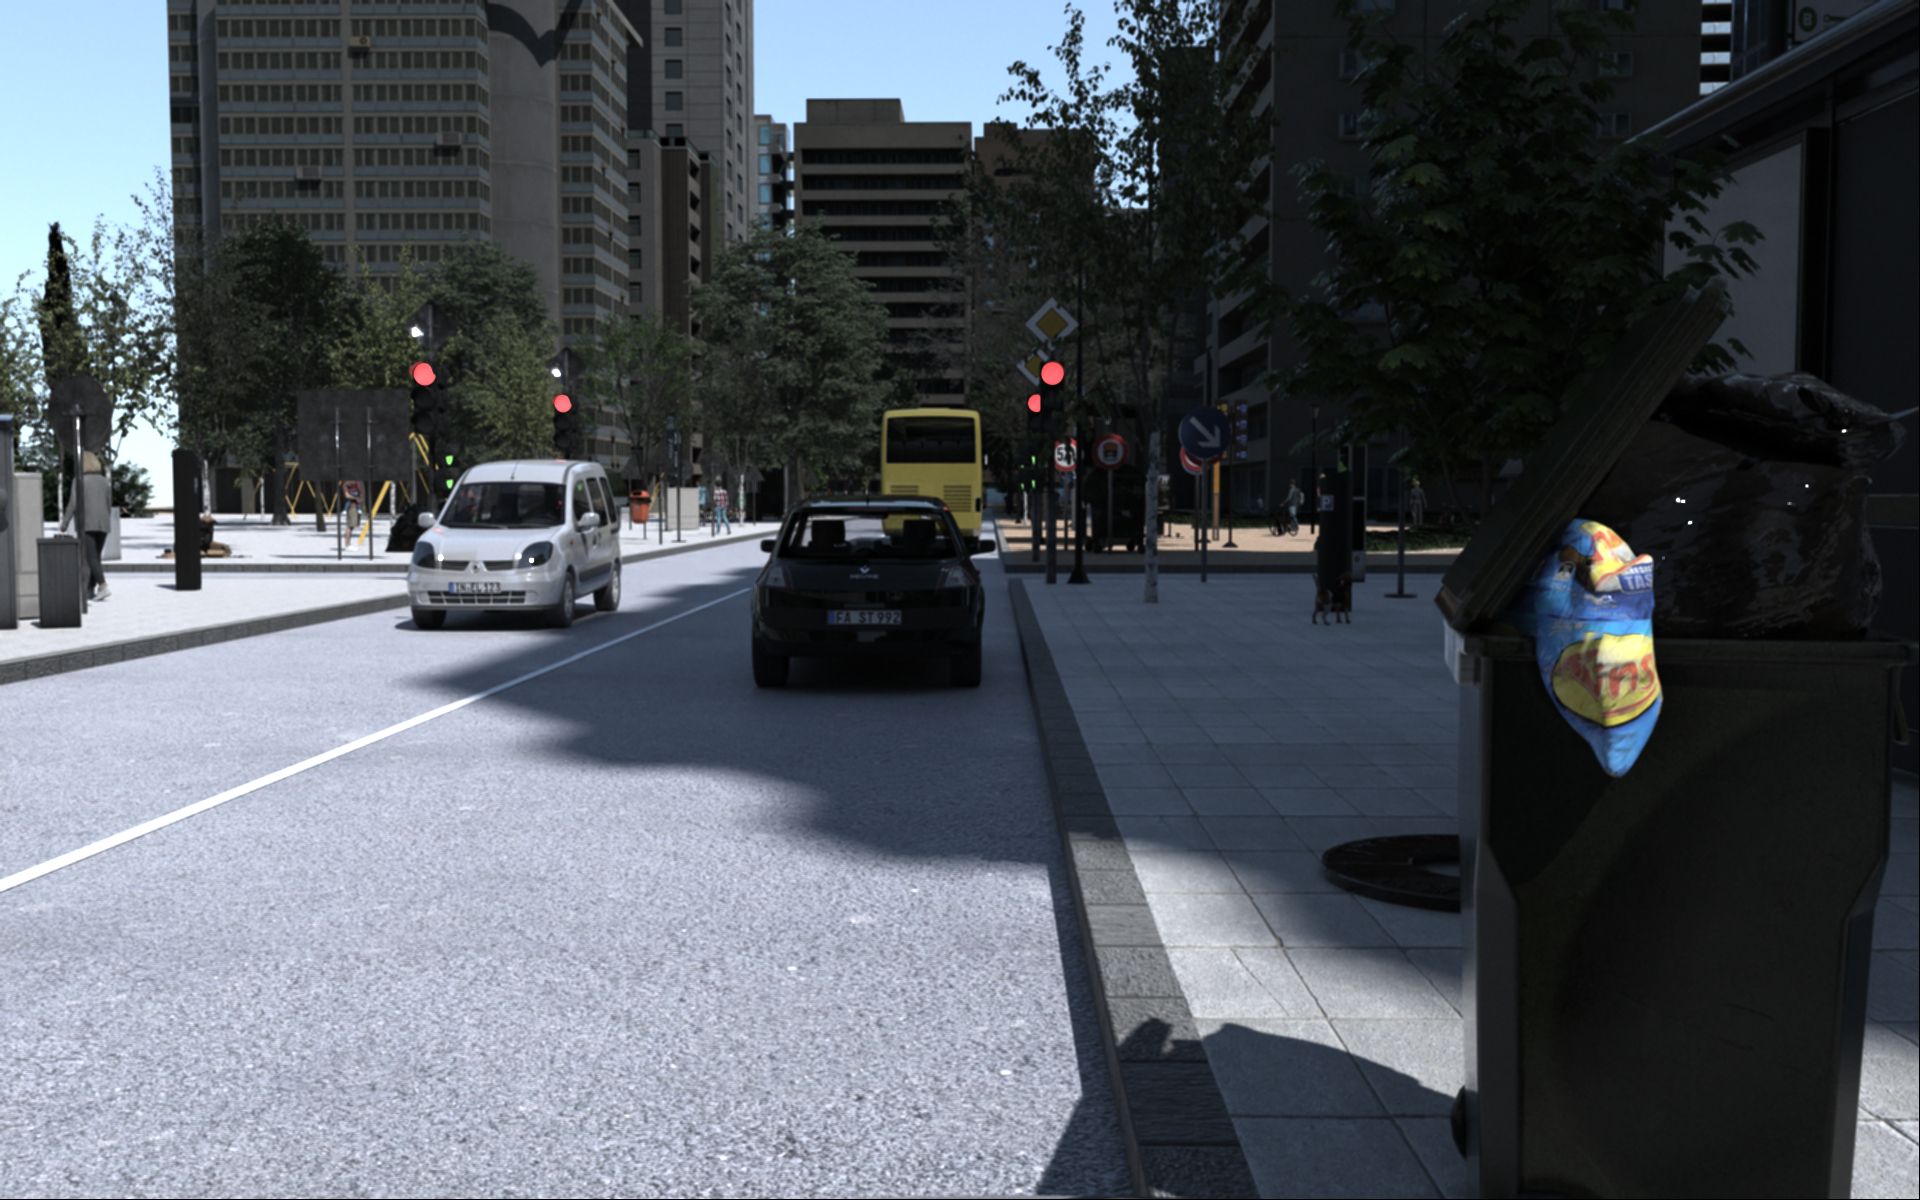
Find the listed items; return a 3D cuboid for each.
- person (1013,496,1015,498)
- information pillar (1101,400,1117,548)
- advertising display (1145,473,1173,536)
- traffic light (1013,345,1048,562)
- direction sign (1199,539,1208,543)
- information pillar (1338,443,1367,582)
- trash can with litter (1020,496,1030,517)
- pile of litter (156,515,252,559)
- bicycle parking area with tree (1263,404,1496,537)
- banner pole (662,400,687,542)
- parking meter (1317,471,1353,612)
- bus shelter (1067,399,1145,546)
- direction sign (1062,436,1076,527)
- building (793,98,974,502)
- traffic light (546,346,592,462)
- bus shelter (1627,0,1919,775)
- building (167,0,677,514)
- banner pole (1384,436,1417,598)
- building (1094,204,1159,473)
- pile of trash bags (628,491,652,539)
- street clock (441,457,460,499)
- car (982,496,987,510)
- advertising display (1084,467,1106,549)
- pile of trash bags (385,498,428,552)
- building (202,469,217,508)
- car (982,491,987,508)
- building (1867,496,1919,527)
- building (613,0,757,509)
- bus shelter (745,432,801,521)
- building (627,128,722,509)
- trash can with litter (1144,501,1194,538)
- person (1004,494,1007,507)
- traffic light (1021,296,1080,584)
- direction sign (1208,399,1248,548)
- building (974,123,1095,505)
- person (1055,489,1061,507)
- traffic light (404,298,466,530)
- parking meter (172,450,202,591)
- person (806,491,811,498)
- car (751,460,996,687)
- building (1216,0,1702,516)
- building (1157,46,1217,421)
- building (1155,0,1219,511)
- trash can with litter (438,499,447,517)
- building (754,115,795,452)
[{"bbox_3d":[5.204,-10.256,176.948,0.991,1.433,0.599,-2,4,-24],"label":"person"},{"bbox_3d":[3.563,-3.072,41.588,0.504,3.616,0.183,-3,5,-40],"label":"information pillar"},{"bbox_3d":[6.148,-2.963,53.661,0.974,1.923,0.123,3,5,41],"label":"advertising display"},{"bbox_3d":[1.422,-2.680,32.736,0.839,4.253,0.868,0,4,1],"label":"traffic light"},{"bbox_3d":[6.438,-3.276,45.558,0.379,3.537,0.876,1,4,21],"label":"direction sign"},{"bbox_3d":[5.707,-1.268,25.228,0.304,2.012,0.304,-2,4,-23],"label":"information pillar"},{"bbox_3d":[3.657,-5.137,95.379,0.624,1.170,1.055,-3,4,-36],"label":"trash can with litter"},{"bbox_3d":[-15.262,-1.284,34.951,1.719,0.858,1.176,0,4,-3],"label":"pile of litter"},{"bbox_3d":[13.713,-4.129,54.518,8.231,4.147,9.016,2,4,30],"label":"bicycle parking area with tree"},{"bbox_3d":[-7.676,-3.454,46.493,0.401,3.779,0.863,-3,4,-38],"label":"banner pole"},{"bbox_3d":[4.104,-0.645,18.955,0.372,1.533,0.369,0,3,0],"label":"parking meter"},{"bbox_3d":[3.839,-3.338,45.866,1.731,3.624,6.357,0,4,1],"label":"bus shelter"},{"bbox_3d":[4.404,-4.639,67.847,0.876,3.537,0.379,1,4,19],"label":"direction sign"},{"bbox_3d":[-8.953,-36.215,215.824,21.600,48.544,21.300,0,4,1],"label":"building"},{"bbox_3d":[-7.438,-2.688,32.867,0.839,4.253,0.868,0,4,1],"label":"traffic light"},{"bbox_3d":[4.911,-1.899,8.682,2.179,5.291,8.768,0,4,1],"label":"bus shelter"},{"bbox_3d":[-36.570,-26.236,120.832,32.217,40.220,23.993,0,4,1],"label":"building"},{"bbox_3d":[5.537,-1.935,21.662,0.401,3.779,0.863,1,4,13],"label":"banner pole"},{"bbox_3d":[28.139,-32.393,221.513,23.993,40.220,32.217,0,4,1],"label":"building"},{"bbox_3d":[-10.350,-2.425,49.397,3.447,1.369,1.912,1,4,19],"label":"pile of trash bags"},{"bbox_3d":[-9.492,-1.695,32.279,0.358,2.002,0.471,-2,4,-32],"label":"street clock"},{"bbox_3d":[1.410,-9.347,161.856,2.155,1.783,4.494,0,3,0],"label":"car"},{"bbox_3d":[3.252,-2.158,40.496,0.123,1.923,0.974,-3,4,-36],"label":"advertising display"},{"bbox_3d":[-11.787,-1.839,39.828,1.912,1.369,3.447,0,4,4],"label":"pile of trash bags"},{"bbox_3d":[-62.271,-29.344,163.366,14.086,41.232,14.154,0,4,1],"label":"building"},{"bbox_3d":[1.707,-10.561,181.348,2.281,1.827,5.304,0,4,-1],"label":"car"},{"bbox_3d":[39.948,-45.375,54.556,31.000,86.520,22.319,0,4,1],"label":"building"},{"bbox_3d":[-30.239,-44.080,158.964,20.611,71.187,20.563,0,4,1],"label":"building"},{"bbox_3d":[-9.529,-6.669,86.671,2.179,5.291,8.768,0,4,1],"label":"bus shelter"},{"bbox_3d":[-27.463,-22.537,140.181,14.160,30.474,14.107,0,4,1],"label":"building"},{"bbox_3d":[5.739,-2.432,50.823,2.233,1.210,1.678,1,4,15],"label":"trash can with litter"},{"bbox_3d":[4.531,-9.579,165.844,0.628,1.438,0.799,0,4,3],"label":"person"},{"bbox_3d":[1.290,-2.192,24.752,0.839,4.253,0.868,0,4,1],"label":"traffic light"},{"bbox_3d":[6.510,-3.035,41.622,0.876,3.537,0.379,-1,4,-22],"label":"direction sign"},{"bbox_3d":[8.885,-34.370,212.055,14.200,45.320,14.600,0,4,1],"label":"building"},{"bbox_3d":[9.943,-10.482,177.979,0.990,1.755,0.434,2,4,29],"label":"person"},{"bbox_3d":[-7.571,-2.200,24.883,0.839,4.253,0.868,0,4,1],"label":"traffic light"},{"bbox_3d":[-10.316,-1.064,23.115,0.255,1.863,0.399,-1,4,-12],"label":"parking meter"},{"bbox_3d":[-15.424,-10.510,177.837,0.705,1.831,1.348,1,4,16],"label":"person"},{"bbox_3d":[-0.694,-0.274,14.267,2.009,1.686,4.222,0,4,0],"label":"car"},{"bbox_3d":[26.386,-28.889,96.042,21.300,48.544,21.600,0,4,1],"label":"building"},{"bbox_3d":[25.391,-29.264,162.055,14.154,41.232,14.086,0,4,1],"label":"building"},{"bbox_3d":[28.325,-50.431,137.210,22.319,86.520,31.000,0,4,1],"label":"building"},{"bbox_3d":[-10.604,-1.531,36.423,0.624,1.170,1.055,2,4,31],"label":"trash can with litter"},{"bbox_3d":[-35.248,-36.560,217.372,30.456,49.044,23.786,0,4,1],"label":"building"}]
